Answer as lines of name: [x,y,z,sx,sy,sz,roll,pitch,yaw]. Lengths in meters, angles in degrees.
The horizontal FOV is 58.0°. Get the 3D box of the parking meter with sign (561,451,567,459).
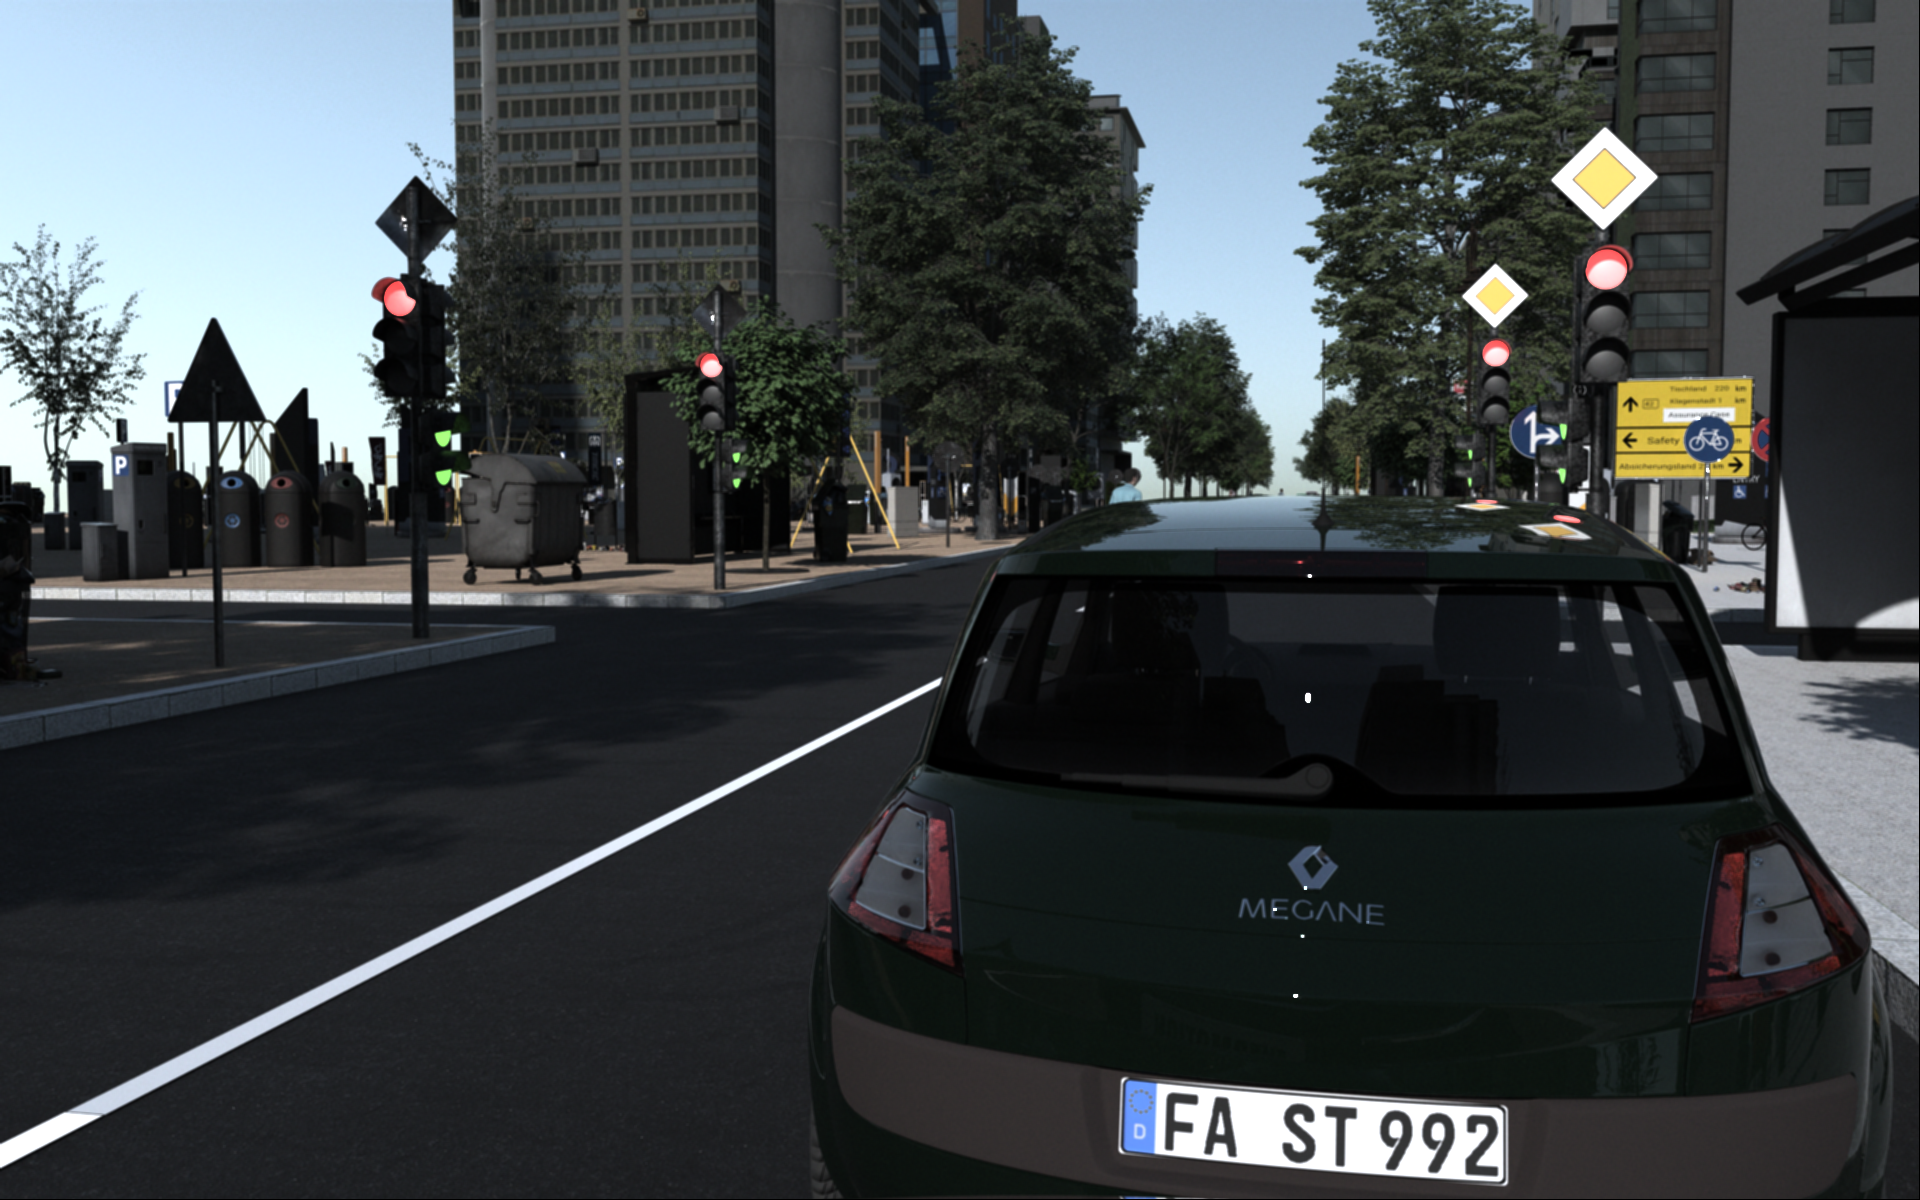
parking meter with sign: [-16.397,-4.504,69.895,0.543,3.016,1.738,0,4,5]

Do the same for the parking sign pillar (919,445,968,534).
parking sign pillar: [-0.701,-4.138,56.128,1.447,3.967,1.447,-1,4,-12]

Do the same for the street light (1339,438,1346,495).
street light: [30.314,-10.003,136.339,0.468,5.910,1.993,1,4,11]

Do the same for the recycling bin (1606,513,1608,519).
recycling bin: [8.098,-0.643,23.061,0.722,1.027,0.722,-2,4,-30]

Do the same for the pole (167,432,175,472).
pole: [-26.081,-3.882,57.313,0.158,3.312,0.155,0,3,0]

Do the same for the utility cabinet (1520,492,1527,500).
utility cabinet: [18.555,-2.863,55.484,1.173,1.500,0.318,0,4,2]

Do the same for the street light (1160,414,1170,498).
street light: [11.664,-7.702,98.707,0.468,5.910,1.993,1,4,11]

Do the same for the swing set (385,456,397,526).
swing set: [-22.357,-4.522,71.546,3.119,2.851,2.862,-1,4,-20]

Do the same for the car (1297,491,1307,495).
car: [43.676,-12.996,221.285,1.959,1.807,4.718,1,4,13]

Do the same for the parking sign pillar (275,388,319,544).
parking sign pillar: [-17.046,-3.429,44.533,1.447,3.967,1.447,3,4,36]

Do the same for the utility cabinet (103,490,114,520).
utility cabinet: [-41.641,-4.636,84.473,0.318,1.500,1.173,0,4,-2]

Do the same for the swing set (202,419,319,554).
swing set: [-14.282,-2.303,35.271,2.862,2.851,3.119,-1,4,-13]

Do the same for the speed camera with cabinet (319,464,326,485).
speed camera with cabinet: [-18.425,-3.379,49.577,0.660,3.252,2.038,-2,4,-24]

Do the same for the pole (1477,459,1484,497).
pole: [18.746,-4.191,62.359,0.158,3.312,0.155,0,3,0]

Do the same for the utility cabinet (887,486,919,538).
utility cabinet: [-1.677,-2.574,50.770,0.318,1.500,1.173,2,4,34]

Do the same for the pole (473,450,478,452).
pole: [-22.339,-5.269,79.984,0.158,3.312,0.155,0,3,0]

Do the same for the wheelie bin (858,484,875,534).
wheelie bin: [-3.309,-2.892,55.195,0.980,1.594,0.693,1,4,13]

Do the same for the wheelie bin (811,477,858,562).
wheelie bin: [-2.452,-1.535,33.006,0.693,1.594,0.980,-1,4,-16]

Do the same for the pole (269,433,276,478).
pole: [-22.981,-3.922,57.964,0.158,3.312,0.155,0,3,0]

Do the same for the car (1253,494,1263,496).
car: [34.185,-11.556,198.728,2.009,1.686,4.222,1,4,12]

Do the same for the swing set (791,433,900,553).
swing set: [-3.255,-2.560,39.482,2.862,2.851,3.119,1,4,19]

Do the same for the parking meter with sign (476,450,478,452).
parking meter with sign: [-18.504,-4.483,69.563,1.738,3.016,0.543,-1,4,-16]

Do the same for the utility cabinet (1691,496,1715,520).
utility cabinet: [29.559,-3.534,68.945,1.020,1.237,0.306,-2,4,-28]

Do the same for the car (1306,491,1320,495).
car: [49.388,-14.350,243.300,2.281,1.827,5.304,1,4,10]

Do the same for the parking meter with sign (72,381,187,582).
parking meter with sign: [-12.355,-1.821,26.031,0.543,3.016,1.738,1,4,23]

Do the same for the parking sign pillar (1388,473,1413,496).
parking sign pillar: [17.531,-4.917,68.867,1.447,3.967,1.447,3,5,41]

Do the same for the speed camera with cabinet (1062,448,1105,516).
speed camera with cabinet: [5.166,-4.879,74.112,2.038,3.252,0.660,1,4,17]

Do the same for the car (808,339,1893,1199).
car: [0.929,0.333,4.345,2.009,1.686,4.222,1,4,13]

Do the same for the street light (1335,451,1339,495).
street light: [37.018,-12.008,169.117,0.468,5.910,1.993,1,4,11]

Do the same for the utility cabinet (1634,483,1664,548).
utility cabinet: [14.607,-1.714,36.701,0.318,1.500,1.173,0,4,8]

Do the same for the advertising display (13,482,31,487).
advertising display: [-50.707,-5.411,93.676,0.974,1.923,0.123,0,4,7]

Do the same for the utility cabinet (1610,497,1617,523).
utility cabinet: [16.517,-2.053,44.732,1.020,1.237,0.306,-2,4,-35]

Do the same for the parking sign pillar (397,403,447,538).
parking sign pillar: [-15.939,-3.839,51.234,1.447,3.967,1.447,1,4,9]

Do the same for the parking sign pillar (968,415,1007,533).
parking sign pillar: [0.867,-4.270,58.293,1.447,3.967,1.447,-1,4,-21]

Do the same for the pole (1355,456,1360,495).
pole: [21.292,-6.050,92.759,0.158,3.312,0.155,0,3,0]

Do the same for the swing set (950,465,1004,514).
swing set: [0.835,-5.858,93.391,3.119,2.851,2.862,1,4,12]

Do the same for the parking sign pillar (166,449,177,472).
parking sign pillar: [-47.418,-7.031,103.423,1.447,3.967,1.447,1,4,22]

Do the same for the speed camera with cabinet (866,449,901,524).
speed camera with cabinet: [-3.415,-4.914,74.687,0.660,3.252,2.038,3,5,40]

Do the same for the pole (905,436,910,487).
pole: [-1.862,-4.122,61.231,0.158,3.312,0.155,0,3,0]

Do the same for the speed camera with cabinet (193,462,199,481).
speed camera with cabinet: [-48.283,-6.941,107.816,2.038,3.252,0.660,2,4,30]

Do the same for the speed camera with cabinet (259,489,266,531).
speed camera with cabinet: [-23.589,-4.000,59.735,0.660,3.252,2.038,2,4,32]

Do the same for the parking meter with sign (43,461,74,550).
parking meter with sign: [-20.171,-2.671,39.933,1.738,3.016,0.543,-1,4,-11]

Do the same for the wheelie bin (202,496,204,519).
wheelie bin: [-37.200,-4.667,84.221,0.980,1.594,0.693,0,4,-4]

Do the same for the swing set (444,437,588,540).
swing set: [-12.521,-3.120,48.635,2.862,2.851,3.119,1,4,18]

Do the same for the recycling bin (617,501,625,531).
recycling bin: [-11.584,-2.966,61.049,0.722,1.027,0.722,3,4,36]

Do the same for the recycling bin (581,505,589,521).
recycling bin: [-18.351,-4.383,84.221,0.722,1.027,0.722,-2,4,-25]

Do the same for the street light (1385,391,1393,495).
street light: [15.260,-5.449,61.883,0.468,5.910,1.993,1,4,11]

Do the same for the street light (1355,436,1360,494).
street light: [23.723,-8.015,103.826,0.468,5.910,1.993,1,4,11]

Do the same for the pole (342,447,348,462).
pole: [-26.766,-4.991,75.444,0.158,3.312,0.155,0,3,0]

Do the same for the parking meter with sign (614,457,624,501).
parking meter with sign: [-15.996,-5.309,83.058,0.543,3.016,1.738,1,4,11]

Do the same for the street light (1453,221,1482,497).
street light: [8.711,-3.477,29.634,0.468,5.910,1.993,1,4,11]

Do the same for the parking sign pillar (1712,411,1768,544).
parking sign pillar: [20.287,-3.446,44.808,1.447,3.967,1.447,-3,4,-39]

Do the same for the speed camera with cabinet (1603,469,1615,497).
speed camera with cabinet: [23.016,-4.148,62.159,0.660,3.252,2.038,2,4,31]

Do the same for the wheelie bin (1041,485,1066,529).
wheelie bin: [3.370,-3.412,63.698,0.980,1.594,0.693,-1,4,-21]

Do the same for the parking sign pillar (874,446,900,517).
parking sign pillar: [-3.615,-5.965,86.003,1.447,3.967,1.447,0,4,-5]

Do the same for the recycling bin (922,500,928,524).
recycling bin: [-1.151,-3.729,73.525,0.722,1.027,0.722,2,4,26]

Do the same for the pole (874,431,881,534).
pole: [-2.669,-3.810,56.139,0.158,3.312,0.155,0,3,0]

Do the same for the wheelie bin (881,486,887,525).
wheelie bin: [-3.357,-3.875,71.263,0.980,1.594,0.693,1,4,16]

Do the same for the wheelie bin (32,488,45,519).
wheelie bin: [-46.662,-4.866,87.463,0.693,1.594,0.980,1,4,22]
